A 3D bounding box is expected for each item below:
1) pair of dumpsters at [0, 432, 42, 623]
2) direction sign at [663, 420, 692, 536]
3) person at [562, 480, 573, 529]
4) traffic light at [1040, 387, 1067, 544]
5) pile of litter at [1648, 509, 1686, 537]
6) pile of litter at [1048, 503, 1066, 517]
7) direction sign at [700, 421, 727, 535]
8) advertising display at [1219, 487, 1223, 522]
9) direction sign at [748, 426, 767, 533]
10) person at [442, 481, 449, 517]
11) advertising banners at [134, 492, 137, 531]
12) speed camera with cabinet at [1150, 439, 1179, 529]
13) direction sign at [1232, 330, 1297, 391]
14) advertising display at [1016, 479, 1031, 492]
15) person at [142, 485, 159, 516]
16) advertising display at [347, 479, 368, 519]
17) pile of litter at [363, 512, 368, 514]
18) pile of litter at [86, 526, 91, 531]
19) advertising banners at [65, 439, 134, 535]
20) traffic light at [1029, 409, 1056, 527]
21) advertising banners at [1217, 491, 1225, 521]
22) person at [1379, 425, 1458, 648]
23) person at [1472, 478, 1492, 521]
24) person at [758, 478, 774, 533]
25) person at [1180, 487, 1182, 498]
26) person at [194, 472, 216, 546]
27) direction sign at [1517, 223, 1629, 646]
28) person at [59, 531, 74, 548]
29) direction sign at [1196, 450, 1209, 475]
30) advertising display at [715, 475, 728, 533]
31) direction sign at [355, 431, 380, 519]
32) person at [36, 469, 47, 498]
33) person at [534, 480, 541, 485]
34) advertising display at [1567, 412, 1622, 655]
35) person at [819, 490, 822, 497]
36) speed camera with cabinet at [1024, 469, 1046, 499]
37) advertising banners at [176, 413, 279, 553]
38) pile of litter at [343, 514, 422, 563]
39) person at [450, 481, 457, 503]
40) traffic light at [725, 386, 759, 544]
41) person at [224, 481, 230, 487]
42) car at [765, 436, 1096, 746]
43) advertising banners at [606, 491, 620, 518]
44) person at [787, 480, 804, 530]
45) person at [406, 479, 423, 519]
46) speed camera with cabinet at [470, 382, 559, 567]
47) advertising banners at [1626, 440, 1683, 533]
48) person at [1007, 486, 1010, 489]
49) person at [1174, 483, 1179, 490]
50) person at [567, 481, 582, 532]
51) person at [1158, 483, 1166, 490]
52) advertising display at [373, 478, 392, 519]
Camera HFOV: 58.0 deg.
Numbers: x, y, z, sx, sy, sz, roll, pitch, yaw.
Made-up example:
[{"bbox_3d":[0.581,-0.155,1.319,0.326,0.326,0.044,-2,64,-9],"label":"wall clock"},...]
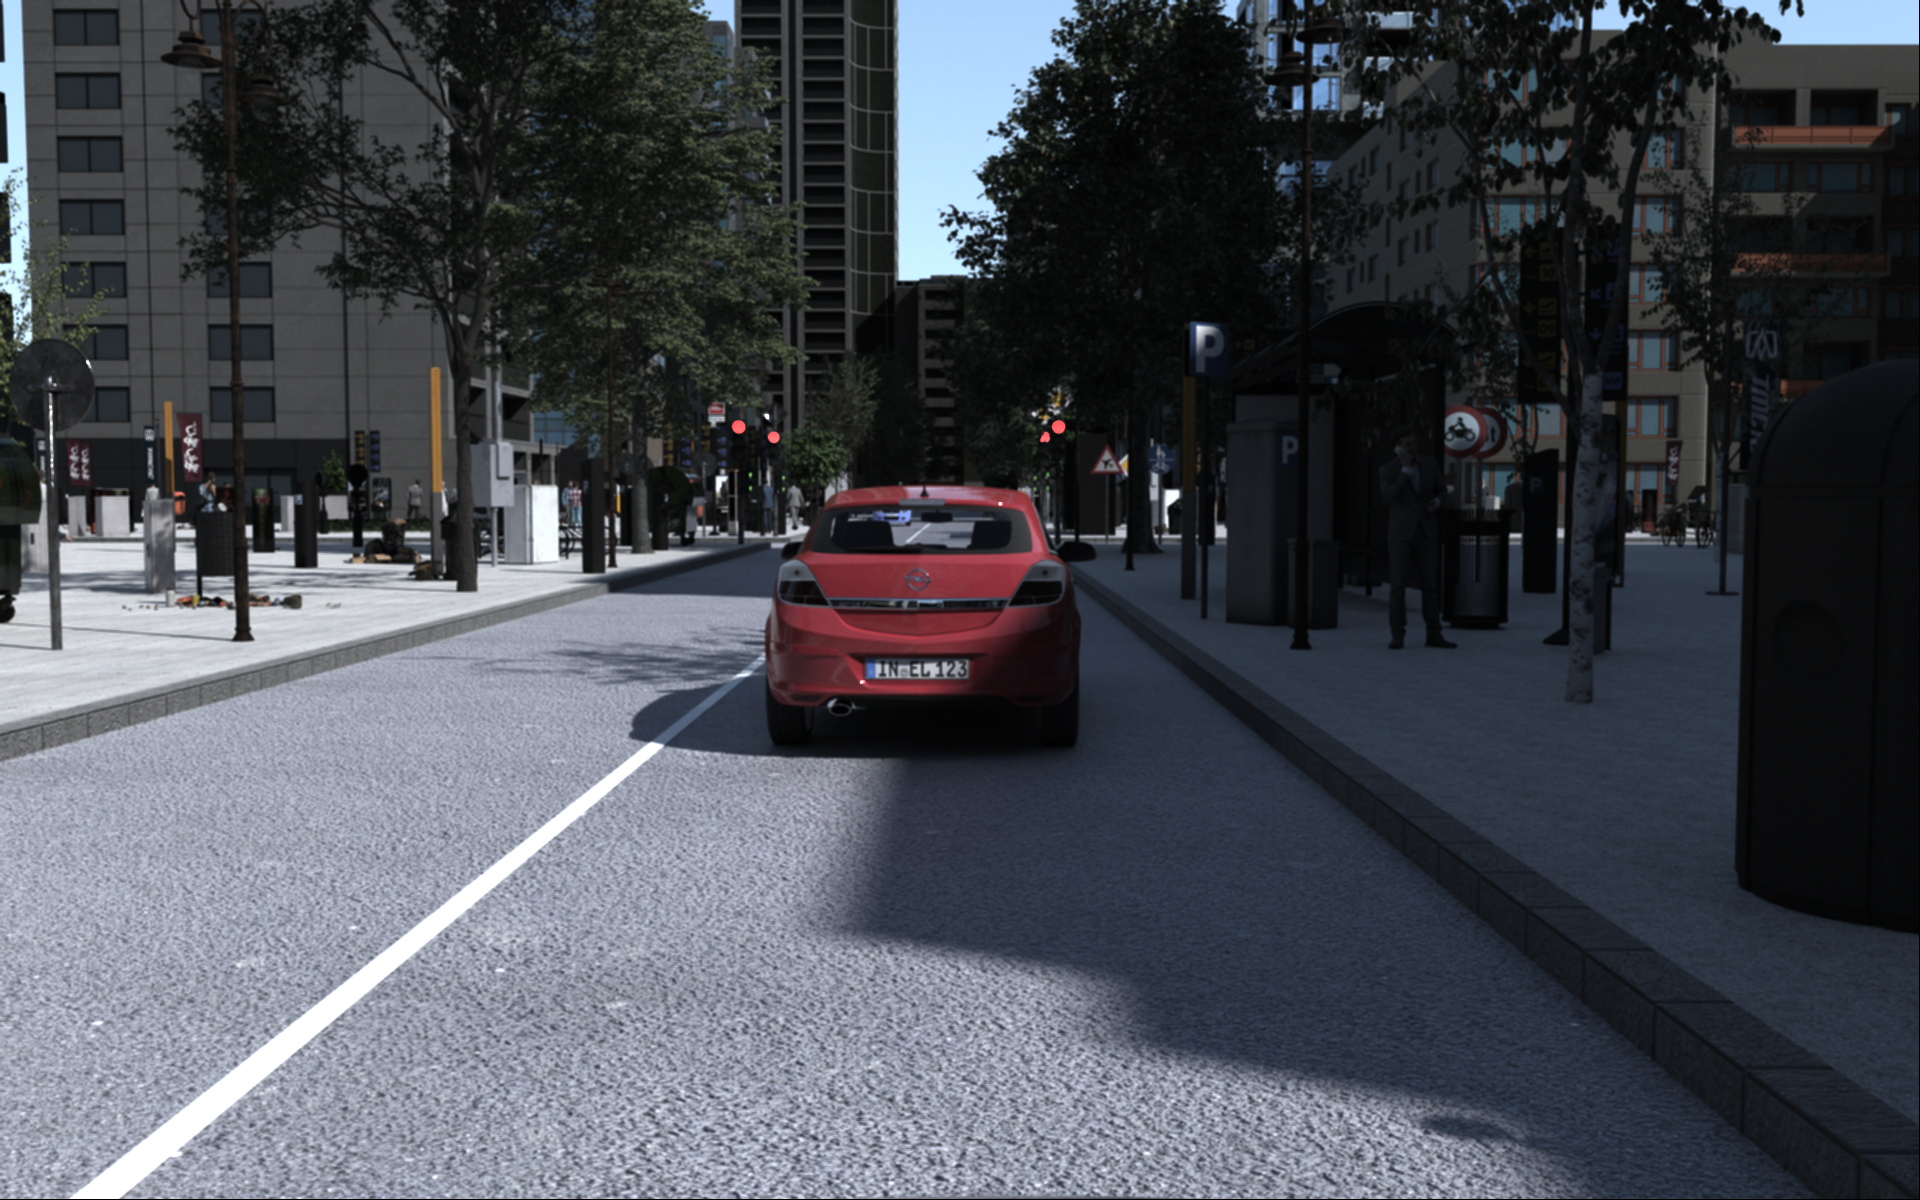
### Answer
[{"bbox_3d":[-9.957,-0.778,15.207,1.574,2.255,4.437,0,3,0],"label":"pair of dumpsters"},{"bbox_3d":[-8.595,-3.714,52.727,0.876,3.537,0.379,-1,4,-10],"label":"direction sign"},{"bbox_3d":[-14.183,-3.452,62.830,0.601,1.785,0.444,-3,4,-37],"label":"person"},{"bbox_3d":[2.478,-3.380,44.183,0.839,4.253,0.868,0,4,0],"label":"traffic light"},{"bbox_3d":[21.440,-2.352,52.420,1.176,0.858,1.719,3,4,37],"label":"pile of litter"},{"bbox_3d":[5.412,-5.106,97.453,1.719,0.858,1.176,2,4,25],"label":"pile of litter"},{"bbox_3d":[-7.699,-3.803,54.181,0.876,3.537,0.379,-2,4,-30],"label":"direction sign"},{"bbox_3d":[12.075,-4.584,80.161,0.123,1.923,0.974,0,4,5],"label":"advertising display"},{"bbox_3d":[-6.731,-4.016,57.656,0.876,3.537,0.379,3,4,38],"label":"direction sign"},{"bbox_3d":[-22.463,-4.228,75.047,0.818,1.842,0.514,0,4,-2],"label":"person"},{"bbox_3d":[-28.918,-3.822,58.678,2.074,3.025,0.090,0,4,6],"label":"advertising banners"},{"bbox_3d":[7.130,-4.167,62.467,0.660,3.252,2.038,3,5,40],"label":"speed camera with cabinet"},{"bbox_3d":[4.212,-1.960,24.041,0.876,3.537,0.379,1,4,13],"label":"direction sign"},{"bbox_3d":[2.826,-4.297,75.471,0.974,1.923,0.123,-3,5,-41],"label":"advertising display"},{"bbox_3d":[-26.656,-3.104,57.151,0.694,1.780,0.624,0,4,4],"label":"person"},{"bbox_3d":[-23.309,-3.784,67.076,0.974,1.923,0.123,2,4,24],"label":"advertising display"},{"bbox_3d":[-24.549,-3.551,72.020,1.176,0.858,1.719,3,5,41],"label":"pile of litter"},{"bbox_3d":[-30.120,-2.851,60.577,1.176,0.858,1.719,-2,4,-31],"label":"pile of litter"},{"bbox_3d":[-27.297,-3.587,54.835,2.074,3.025,0.090,0,4,6],"label":"advertising banners"},{"bbox_3d":[2.507,-3.868,52.168,0.839,4.253,0.868,0,4,0],"label":"traffic light"},{"bbox_3d":[13.103,-5.271,82.361,2.074,3.025,0.090,1,4,11],"label":"advertising banners"},{"bbox_3d":[3.809,-0.522,14.382,0.655,1.846,0.447,0,4,-6],"label":"person"},{"bbox_3d":[17.006,-3.075,56.495,0.590,1.801,0.661,-3,5,-42],"label":"person"},{"bbox_3d":[-6.326,-3.083,56.635,0.419,1.800,0.721,2,4,33],"label":"person"},{"bbox_3d":[7.633,-3.225,58.868,0.391,1.810,0.635,0,4,0],"label":"person"},{"bbox_3d":[-18.156,-2.192,41.978,0.616,1.811,0.778,2,4,34],"label":"person"},{"bbox_3d":[5.193,-1.391,14.733,0.876,3.537,0.379,2,4,26],"label":"direction sign"},{"bbox_3d":[-16.157,-1.166,30.598,0.738,1.151,1.012,1,4,20],"label":"person"},{"bbox_3d":[9.959,-4.852,71.322,0.876,3.537,0.379,-3,5,-43],"label":"direction sign"},{"bbox_3d":[-7.864,-3.207,57.656,0.123,1.923,0.974,2,4,33],"label":"advertising display"},{"bbox_3d":[-21.172,-4.279,61.957,0.876,3.537,0.379,0,3,0],"label":"direction sign"},{"bbox_3d":[-17.620,-1.623,33.145,0.524,1.755,0.480,3,4,37],"label":"person"},{"bbox_3d":[-16.683,-3.823,68.530,0.580,1.828,0.573,2,4,31],"label":"person"},{"bbox_3d":[5.079,-0.529,13.870,0.123,1.923,0.974,3,4,36],"label":"advertising display"},{"bbox_3d":[-14.311,-10.444,177.720,0.541,1.710,0.530,3,5,43],"label":"person"},{"bbox_3d":[3.131,-4.742,71.865,0.660,3.252,2.038,1,4,13],"label":"speed camera with cabinet"},{"bbox_3d":[-15.946,-2.541,37.726,2.074,3.025,0.090,0,4,-6],"label":"advertising banners"},{"bbox_3d":[-10.613,-1.127,32.385,1.719,0.858,1.176,1,4,11],"label":"pile of litter"},{"bbox_3d":[-19.607,-3.744,67.441,0.709,1.800,0.728,-1,4,-19],"label":"person"},{"bbox_3d":[-5.583,-3.381,44.197,0.839,4.253,0.868,0,4,0],"label":"traffic light"},{"bbox_3d":[-27.752,-3.607,65.371,0.623,1.781,0.721,1,4,8],"label":"person"},{"bbox_3d":[-0.163,-0.142,11.363,2.155,1.783,4.494,0,4,2],"label":"car"},{"bbox_3d":[-19.095,-6.007,94.407,2.074,3.025,0.090,3,4,38],"label":"advertising banners"},{"bbox_3d":[-5.965,-3.418,62.208,0.678,1.792,0.850,-2,4,-29],"label":"person"},{"bbox_3d":[-19.325,-3.369,61.311,0.592,1.802,0.473,-1,4,-9],"label":"person"},{"bbox_3d":[-8.077,-2.261,31.299,0.660,3.252,2.038,1,4,21],"label":"speed camera with cabinet"},{"bbox_3d":[22.603,-3.708,56.812,2.074,3.025,0.090,3,4,38],"label":"advertising banners"},{"bbox_3d":[2.991,-6.258,108.531,0.661,1.801,0.590,-1,4,-14],"label":"person"},{"bbox_3d":[10.845,-4.928,86.392,0.755,1.850,0.659,2,4,31],"label":"person"},{"bbox_3d":[-13.142,-3.200,59.209,0.563,1.720,0.643,0,4,-5],"label":"person"},{"bbox_3d":[9.043,-4.376,77.699,0.850,1.850,0.679,-1,4,-14],"label":"person"},{"bbox_3d":[-22.980,-3.895,68.892,0.974,1.923,0.123,2,4,32],"label":"advertising display"}]
